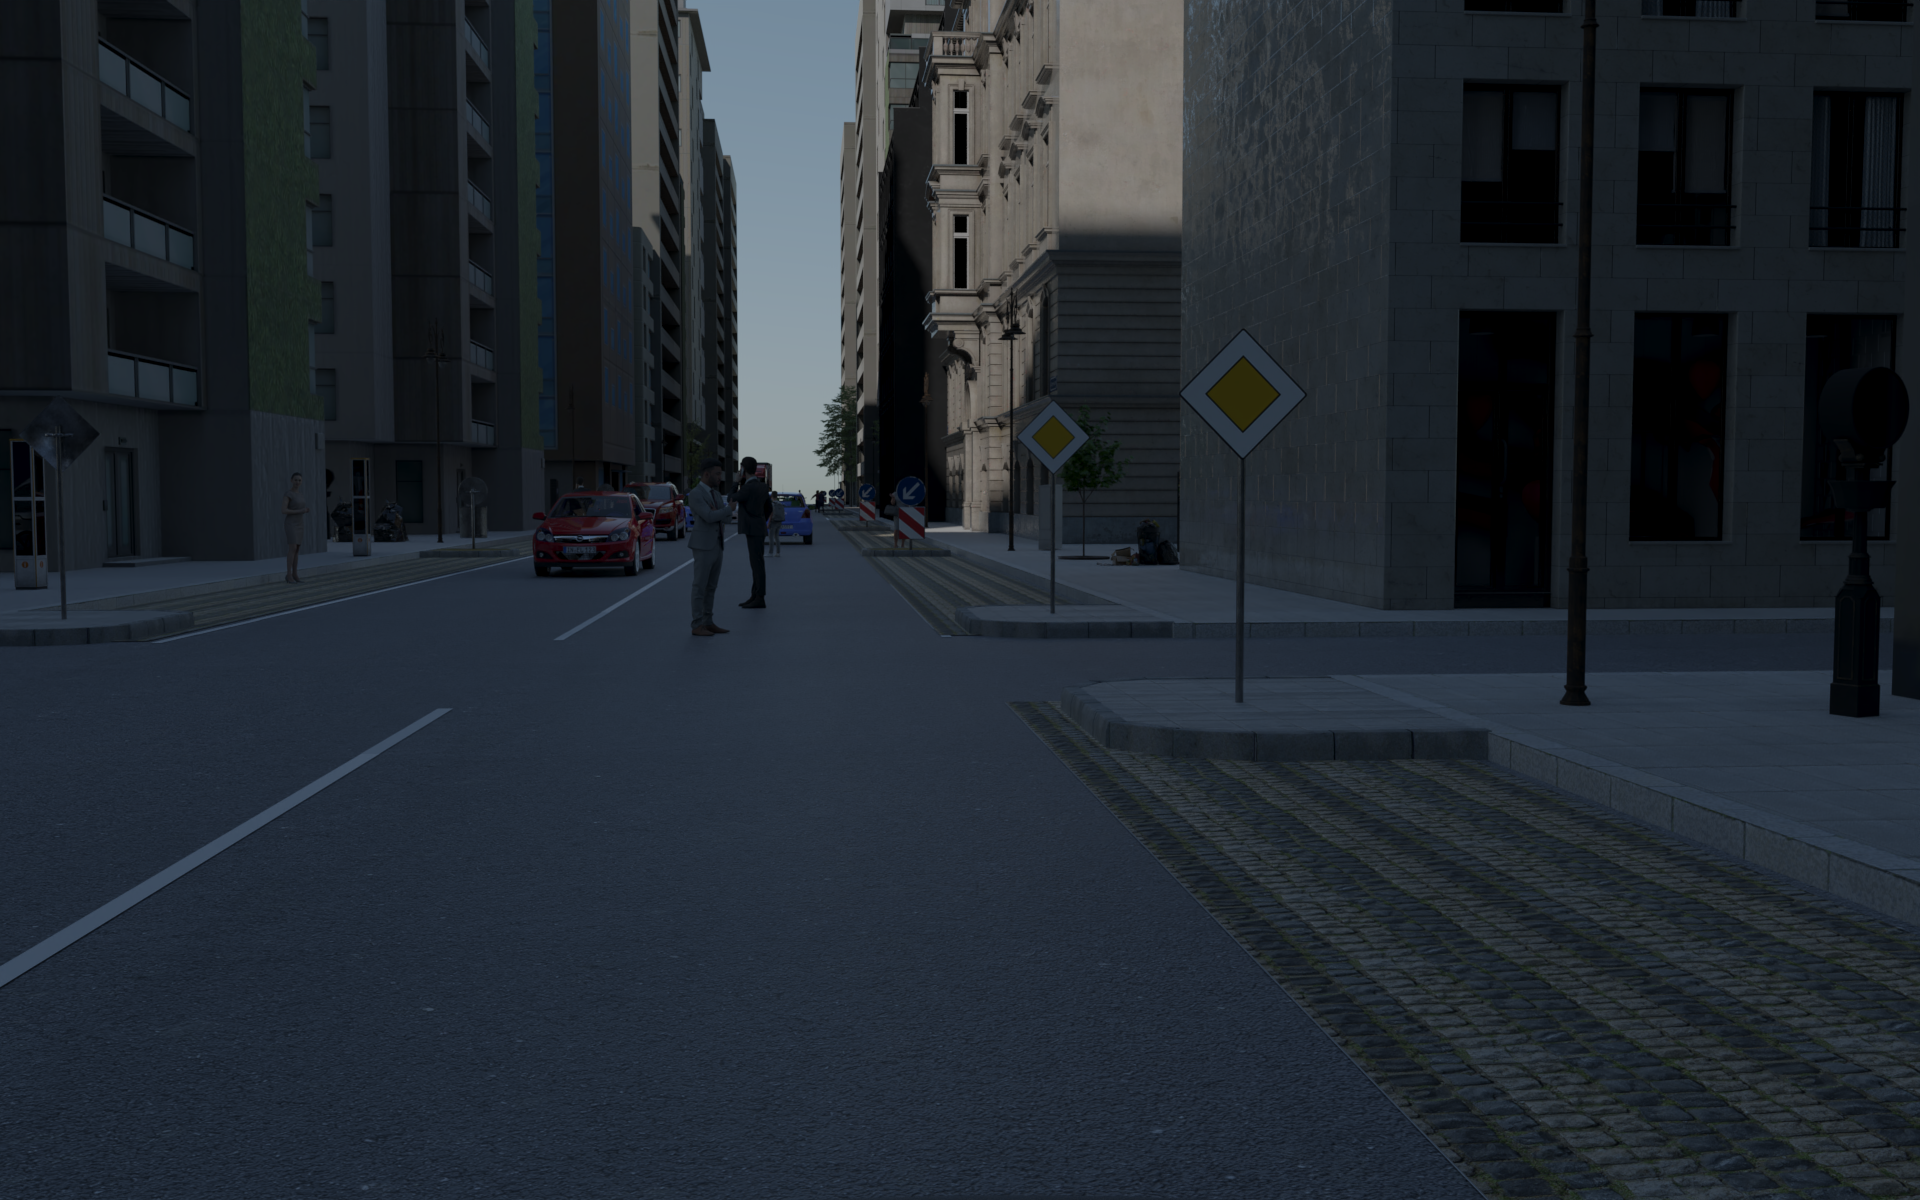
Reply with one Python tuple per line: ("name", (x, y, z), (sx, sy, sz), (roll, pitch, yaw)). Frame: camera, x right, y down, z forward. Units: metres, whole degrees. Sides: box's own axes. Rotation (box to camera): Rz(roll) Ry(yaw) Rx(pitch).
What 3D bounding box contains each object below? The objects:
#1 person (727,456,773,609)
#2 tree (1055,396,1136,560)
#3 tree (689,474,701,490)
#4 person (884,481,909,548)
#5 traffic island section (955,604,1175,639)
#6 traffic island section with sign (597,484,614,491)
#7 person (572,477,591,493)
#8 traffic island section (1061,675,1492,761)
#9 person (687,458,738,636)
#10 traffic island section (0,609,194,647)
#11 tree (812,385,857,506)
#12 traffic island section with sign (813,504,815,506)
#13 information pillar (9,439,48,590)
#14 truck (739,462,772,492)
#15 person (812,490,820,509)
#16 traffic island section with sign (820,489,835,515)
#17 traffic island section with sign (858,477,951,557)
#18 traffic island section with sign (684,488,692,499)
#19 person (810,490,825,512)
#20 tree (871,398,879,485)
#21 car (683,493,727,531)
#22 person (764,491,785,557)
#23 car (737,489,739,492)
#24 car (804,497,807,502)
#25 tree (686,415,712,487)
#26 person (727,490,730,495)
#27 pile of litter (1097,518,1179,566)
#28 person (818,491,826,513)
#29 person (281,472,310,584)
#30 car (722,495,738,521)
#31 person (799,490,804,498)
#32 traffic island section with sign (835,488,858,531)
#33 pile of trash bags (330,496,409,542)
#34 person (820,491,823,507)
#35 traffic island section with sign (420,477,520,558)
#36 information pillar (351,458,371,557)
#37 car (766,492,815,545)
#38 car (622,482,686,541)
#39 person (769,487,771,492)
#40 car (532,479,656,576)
("person", (-2.648, -0.850, 21.766), (0.474, 1.900, 0.648), (1, 4, 10))
("tree", (2.355, -2.410, 34.008), (1.663, 3.219, 1.824), (0, 3, 0))
("tree", (-25.498, -10.649, 168.714), (1.663, 3.219, 1.824), (0, 3, 0))
("person", (-1.566, -2.137, 43.801), (0.716, 1.782, 0.532), (0, 4, -1))
("traffic island section", (1.016, 0.223, 18.633), (2.009, 0.180, 2.903), (0, 4, -5))
("traffic island section with sign", (-13.691, -3.572, 67.028), (1.989, 1.847, 2.006), (0, 4, -5))
("person", (-10.335, -2.418, 47.403), (0.474, 1.900, 0.648), (3, 5, 43))
("traffic island section", (1.739, 0.710, 10.680), (2.009, 0.180, 2.903), (0, 4, -5))
("person", (-2.503, -0.546, 17.605), (0.466, 1.800, 0.511), (0, 4, 7))
("traffic island section", (-9.184, 0.279, 17.713), (2.009, 0.180, 2.903), (0, 4, -5))
("tree", (-11.555, -16.067, 180.828), (7.486, 12.596, 7.792), (0, 3, 0))
("traffic island section with sign", (-15.813, -11.703, 199.978), (1.989, 1.847, 2.006), (0, 4, -5))
("information pillar", (-12.496, -1.147, 23.252), (0.304, 2.012, 0.304), (0, 3, 0))
("truck", (-18.258, -10.144, 154.768), (2.839, 4.237, 11.283), (0, 4, -3))
("person", (-13.342, -9.436, 162.872), (1.348, 1.812, 0.705), (-2, 4, -35))
("traffic island section with sign", (-8.308, -6.661, 117.538), (1.989, 1.847, 2.006), (0, 4, -5))
("traffic island section with sign", (-1.288, -1.932, 40.224), (1.989, 1.847, 2.006), (0, 4, -5))
("traffic island section with sign", (-18.157, -6.581, 116.223), (1.989, 1.847, 2.006), (0, 4, -5))
("person", (-11.198, -7.768, 136.230), (1.217, 1.743, 0.721), (1, 4, 14))
("tree", (-3.504, -9.324, 102.815), (4.737, 8.622, 4.395), (0, 3, 0))
("car", (-9.949, -3.492, 66.690), (1.945, 1.707, 3.694), (0, 4, -6))
("person", (-4.237, -1.737, 39.501), (0.523, 1.515, 0.503), (0, 4, 0))
("car", (-17.513, -8.116, 141.376), (2.281, 1.827, 5.304), (0, 4, -5))
("car", (-18.922, -11.778, 202.360), (2.009, 1.686, 4.222), (0, 4, -4))
("tree", (-25.411, -12.978, 162.548), (4.737, 8.622, 4.395), (0, 3, 0))
("person", (-21.095, -9.216, 159.166), (1.348, 1.826, 0.705), (-1, 4, -11))
("pile of litter", (3.260, -1.069, 31.441), (1.719, 0.858, 1.176), (-1, 4, -9))
("person", (-10.527, -7.494, 131.941), (0.541, 1.710, 0.530), (3, 5, 44))
("person", (-10.636, -1.157, 27.757), (0.374, 1.781, 0.599), (1, 4, 12))
("car", (-11.338, -4.418, 84.591), (2.083, 1.381, 4.827), (0, 4, -5))
("person", (-14.477, -9.036, 156.255), (1.348, 1.821, 0.705), (3, 5, 43))
("traffic island section with sign", (-3.752, -3.599, 67.468), (1.989, 1.847, 2.006), (0, 4, -5))
("pile of trash bags", (-16.614, -2.266, 46.801), (3.447, 1.369, 1.912), (0, 4, 1))
("person", (-15.642, -11.415, 195.162), (0.705, 1.821, 1.348), (-1, 4, -9))
("traffic island section with sign", (-11.198, -1.902, 39.728), (1.989, 1.847, 2.006), (0, 4, -5))
("information pillar", (-12.297, -1.900, 35.563), (0.304, 2.012, 0.304), (0, 4, -5))
("car", (-5.156, -2.488, 50.276), (1.945, 1.707, 3.694), (0, 4, -7))
("car", (-9.782, -2.801, 54.477), (2.281, 1.827, 5.304), (0, 4, -5))
("person", (-10.657, -5.395, 96.665), (1.348, 1.831, 0.705), (2, 4, 34))
("car", (-6.633, -1.382, 31.643), (2.155, 1.783, 4.494), (0, 4, -4))
